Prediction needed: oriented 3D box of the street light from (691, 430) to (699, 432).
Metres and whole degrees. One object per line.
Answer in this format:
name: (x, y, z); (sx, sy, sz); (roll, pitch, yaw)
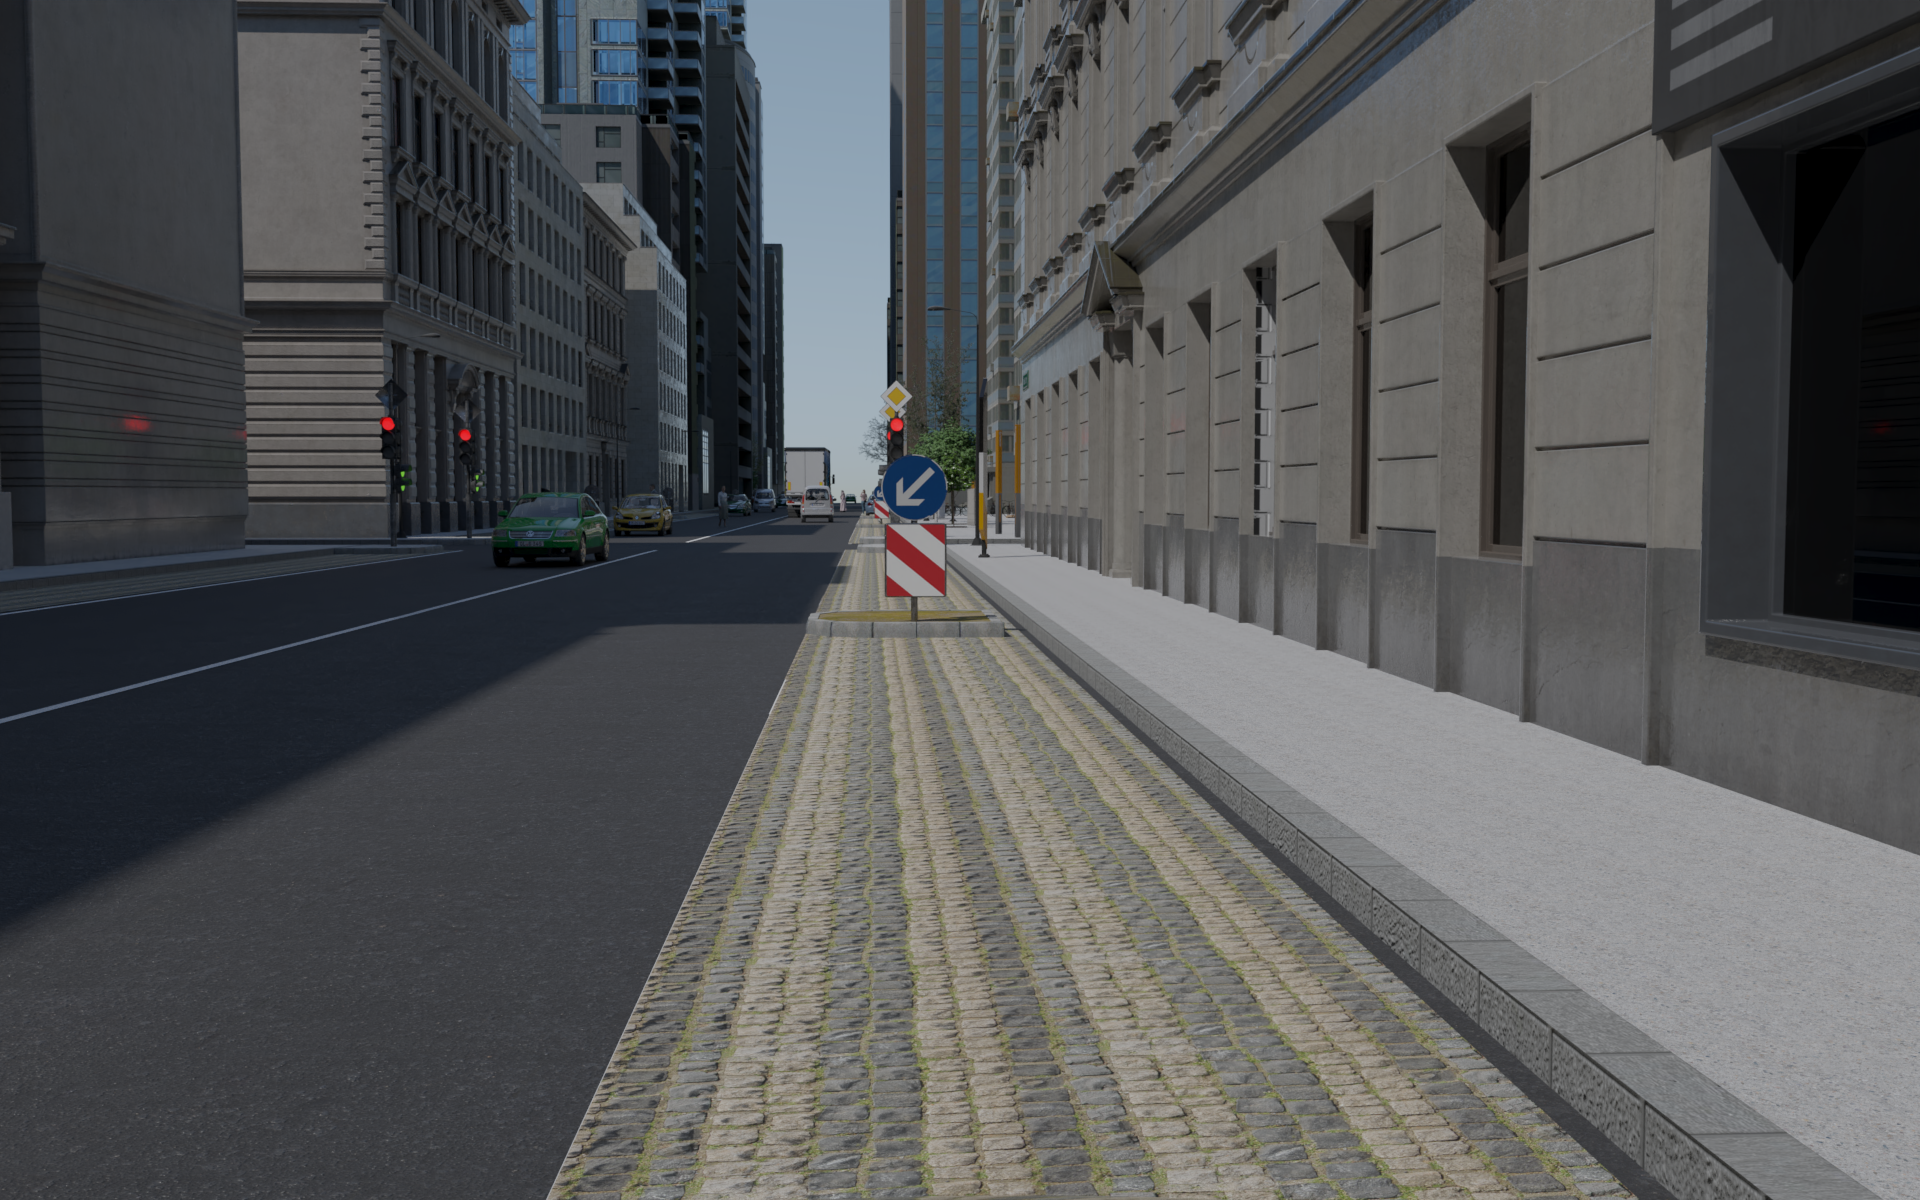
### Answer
street light: (-19.730, -9.415, 126.474); (1.470, 5.913, 1.316); (0, 4, -3)

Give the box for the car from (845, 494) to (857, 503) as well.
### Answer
car: (-17.015, -15.921, 269.101); (1.959, 1.807, 4.718); (0, 4, -4)

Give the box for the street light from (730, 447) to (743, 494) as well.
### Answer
street light: (-21.843, -12.029, 169.214); (1.470, 5.913, 1.316); (0, 4, -3)

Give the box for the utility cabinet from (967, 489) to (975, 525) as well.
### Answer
utility cabinet: (0.560, -3.797, 70.757); (0.318, 1.500, 1.173); (1, 4, 13)

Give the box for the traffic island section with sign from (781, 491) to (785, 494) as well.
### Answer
traffic island section with sign: (-23.599, -13.670, 232.125); (1.989, 1.847, 2.006); (0, 4, -3)

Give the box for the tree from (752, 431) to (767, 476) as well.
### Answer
tree: (-24.381, -15.322, 200.883); (4.360, 8.622, 3.978); (0, 3, 0)

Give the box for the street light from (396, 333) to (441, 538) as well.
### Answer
street light: (-15.716, -4.750, 50.204); (1.470, 5.913, 1.316); (0, 4, -3)

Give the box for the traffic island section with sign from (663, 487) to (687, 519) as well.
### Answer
traffic island section with sign: (-16.839, -5.597, 100.134); (1.989, 1.847, 2.006); (0, 4, -3)

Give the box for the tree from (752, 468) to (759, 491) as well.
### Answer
tree: (-24.110, -12.955, 195.522); (4.285, 4.588, 4.351); (0, 3, 0)

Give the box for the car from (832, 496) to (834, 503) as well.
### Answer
car: (-20.588, -15.943, 270.254); (1.945, 1.707, 3.694); (0, 4, -3)

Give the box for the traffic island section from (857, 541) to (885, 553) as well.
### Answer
traffic island section: (-1.544, -1.267, 42.989); (2.009, 0.180, 2.903); (0, 4, -3)

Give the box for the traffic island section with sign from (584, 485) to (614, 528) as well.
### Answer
traffic island section with sign: (-15.425, -3.909, 72.544); (1.989, 1.847, 2.006); (0, 4, -3)

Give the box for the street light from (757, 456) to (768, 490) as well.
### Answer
street light: (-23.916, -14.494, 209.514); (1.470, 5.913, 1.316); (0, 4, -3)

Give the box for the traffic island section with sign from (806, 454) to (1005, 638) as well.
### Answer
traffic island section with sign: (-0.597, -0.578, 18.079); (1.989, 1.847, 2.006); (0, 4, -3)

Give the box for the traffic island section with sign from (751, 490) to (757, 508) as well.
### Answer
traffic island section with sign: (-20.789, -10.310, 177.189); (1.989, 1.847, 2.006); (0, 4, -3)

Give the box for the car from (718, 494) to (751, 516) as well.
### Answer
car: (-14.669, -6.189, 112.991); (2.131, 1.459, 4.920); (0, 4, -2)

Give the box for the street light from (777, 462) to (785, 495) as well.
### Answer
street light: (-26.070, -17.136, 252.712); (1.470, 5.913, 1.316); (0, 4, -3)

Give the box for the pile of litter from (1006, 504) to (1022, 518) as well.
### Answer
pile of litter: (3.045, -4.796, 92.371); (1.176, 0.858, 1.719); (-1, 4, -8)

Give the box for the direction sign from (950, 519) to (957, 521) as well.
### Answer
direction sign: (-0.324, -5.466, 81.362); (0.876, 3.537, 0.379); (3, 5, 41)

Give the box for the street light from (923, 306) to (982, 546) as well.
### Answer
street light: (-0.106, -4.305, 42.935); (1.470, 5.913, 1.316); (0, 4, -3)

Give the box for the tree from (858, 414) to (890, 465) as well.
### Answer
tree: (-7.279, -18.404, 211.272); (12.009, 13.543, 11.850); (0, 3, 0)

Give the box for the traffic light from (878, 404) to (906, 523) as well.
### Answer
traffic light: (-1.993, -3.788, 50.848); (0.839, 4.253, 0.868); (0, 4, -3)

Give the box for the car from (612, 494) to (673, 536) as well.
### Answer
car: (-11.025, -3.065, 60.330); (2.015, 1.641, 3.980); (0, 4, -4)

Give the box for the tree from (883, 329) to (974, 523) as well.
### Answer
tree: (-1.179, -7.782, 77.604); (4.360, 8.622, 3.978); (0, 3, 0)

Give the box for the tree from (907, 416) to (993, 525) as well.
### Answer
tree: (-0.237, -5.471, 73.164); (4.285, 4.588, 4.351); (0, 3, 0)

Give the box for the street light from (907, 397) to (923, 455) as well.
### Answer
street light: (-2.133, -6.699, 82.066); (1.470, 5.913, 1.316); (0, 4, -3)

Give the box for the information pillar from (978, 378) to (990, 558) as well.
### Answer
information pillar: (0.472, -2.660, 34.846); (0.183, 3.616, 0.504); (1, 4, 11)

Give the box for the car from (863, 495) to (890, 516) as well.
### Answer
car: (-5.014, -5.872, 108.013); (2.014, 1.417, 4.499); (0, 4, -3)

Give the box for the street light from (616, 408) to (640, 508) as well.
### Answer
street light: (-17.868, -7.373, 93.086); (1.470, 5.913, 1.316); (0, 4, -3)

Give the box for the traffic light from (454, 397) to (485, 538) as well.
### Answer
traffic light: (-14.238, -3.748, 50.207); (0.839, 4.253, 0.868); (0, 4, -3)

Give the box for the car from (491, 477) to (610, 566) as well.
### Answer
car: (-8.403, -1.649, 35.751); (1.959, 1.807, 4.718); (0, 4, -2)

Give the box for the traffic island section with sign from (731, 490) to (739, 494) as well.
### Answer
traffic island section with sign: (-19.386, -8.633, 149.783); (1.989, 1.847, 2.006); (0, 4, -3)

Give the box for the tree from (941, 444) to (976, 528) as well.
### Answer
tree: (-0.335, -4.377, 66.163); (1.663, 3.219, 1.824); (0, 3, 0)

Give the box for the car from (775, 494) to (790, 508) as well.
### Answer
car: (-18.039, -10.110, 177.095); (2.131, 1.459, 4.920); (0, 4, -3)

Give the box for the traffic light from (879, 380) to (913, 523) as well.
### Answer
traffic light: (-1.585, -3.300, 42.873); (0.839, 4.253, 0.868); (0, 4, -3)

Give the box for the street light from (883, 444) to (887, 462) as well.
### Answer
street light: (-6.068, -11.429, 159.404); (1.470, 5.913, 1.316); (0, 4, -3)

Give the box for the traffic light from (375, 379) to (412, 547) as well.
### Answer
traffic light: (-13.829, -3.261, 42.232); (0.839, 4.253, 0.868); (0, 4, -3)
